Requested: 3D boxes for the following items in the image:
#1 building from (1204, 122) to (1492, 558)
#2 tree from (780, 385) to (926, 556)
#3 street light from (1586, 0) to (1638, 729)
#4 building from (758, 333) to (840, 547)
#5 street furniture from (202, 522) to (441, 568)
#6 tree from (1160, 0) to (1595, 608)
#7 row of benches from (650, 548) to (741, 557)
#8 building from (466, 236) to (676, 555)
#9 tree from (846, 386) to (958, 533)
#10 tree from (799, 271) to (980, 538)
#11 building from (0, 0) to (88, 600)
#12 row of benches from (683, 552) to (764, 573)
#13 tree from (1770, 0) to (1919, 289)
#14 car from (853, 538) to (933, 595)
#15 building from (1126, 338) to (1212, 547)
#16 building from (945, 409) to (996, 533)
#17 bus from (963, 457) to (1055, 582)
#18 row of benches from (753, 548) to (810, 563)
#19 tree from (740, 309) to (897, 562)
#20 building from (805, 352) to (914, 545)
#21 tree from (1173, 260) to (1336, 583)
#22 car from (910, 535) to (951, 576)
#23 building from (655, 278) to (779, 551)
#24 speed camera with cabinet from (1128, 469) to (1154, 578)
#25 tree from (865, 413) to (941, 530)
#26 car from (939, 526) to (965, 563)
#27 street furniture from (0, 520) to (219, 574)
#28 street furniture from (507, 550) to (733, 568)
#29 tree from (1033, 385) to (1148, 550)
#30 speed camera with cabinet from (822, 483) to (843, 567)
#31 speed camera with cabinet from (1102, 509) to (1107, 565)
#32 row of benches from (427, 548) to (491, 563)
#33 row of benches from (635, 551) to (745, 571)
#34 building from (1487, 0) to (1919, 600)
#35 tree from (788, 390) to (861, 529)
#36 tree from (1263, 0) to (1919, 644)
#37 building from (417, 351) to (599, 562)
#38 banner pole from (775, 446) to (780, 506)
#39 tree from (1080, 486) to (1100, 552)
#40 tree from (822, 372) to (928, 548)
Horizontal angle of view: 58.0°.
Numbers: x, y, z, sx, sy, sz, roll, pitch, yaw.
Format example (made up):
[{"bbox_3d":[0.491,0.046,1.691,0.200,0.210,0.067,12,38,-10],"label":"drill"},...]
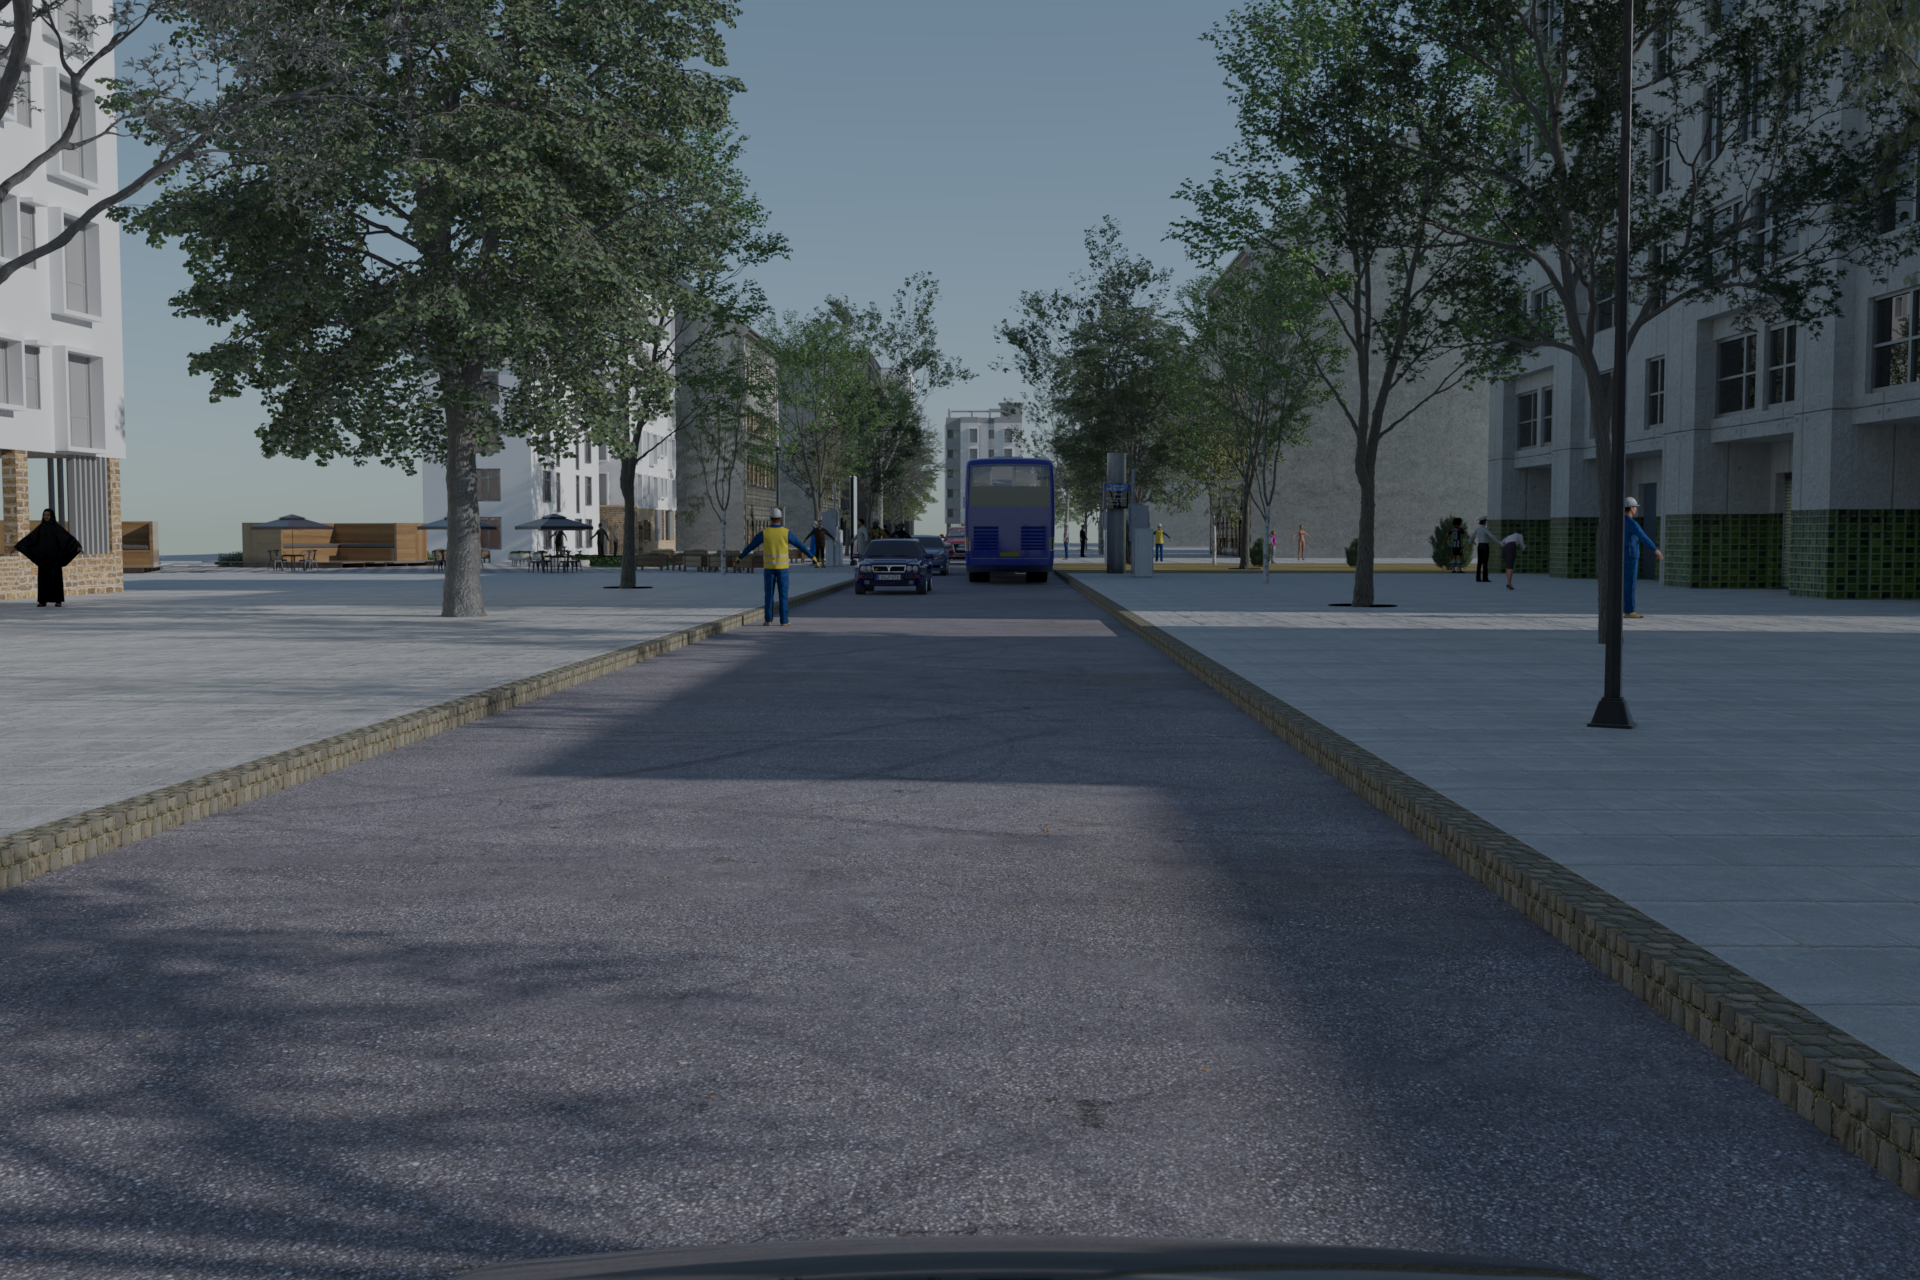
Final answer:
[{"bbox_3d":[24.894,-16.473,100.268,19.493,23.208,18.063,0,4,2],"label":"building"},{"bbox_3d":[-6.502,-10.153,100.407,8.767,10.594,7.601,-1,4,-22],"label":"tree"},{"bbox_3d":[4.895,-2.374,11.361,1.470,5.913,1.316,0,4,1],"label":"street light"},{"bbox_3d":[-22.714,-21.415,181.064,19.493,23.208,18.063,0,4,1],"label":"building"},{"bbox_3d":[-25.057,-3.869,70.118,11.010,1.723,9.812,1,4,20],"label":"street furniture"},{"bbox_3d":[7.159,-6.381,30.082,9.928,11.665,9.643,0,3,0],"label":"tree"},{"bbox_3d":[-11.727,-3.722,76.321,4.104,0.672,1.422,0,4,-6],"label":"row of benches"},{"bbox_3d":[-25.426,-15.512,110.046,16.016,20.090,11.380,0,4,1],"label":"building"},{"bbox_3d":[-5.381,-14.094,140.804,12.009,13.543,11.850,0,3,0],"label":"tree"},{"bbox_3d":[-4.239,-16.361,123.390,12.611,20.169,13.585,0,3,0],"label":"tree"},{"bbox_3d":[-23.789,-10.302,24.865,16.016,20.090,11.380,0,4,2],"label":"building"},{"bbox_3d":[-7.824,-2.595,57.883,1.422,0.672,4.104,-3,5,-43],"label":"row of benches"},{"bbox_3d":[7.019,-3.786,12.267,4.360,8.622,3.978,0,3,0],"label":"tree"},{"bbox_3d":[-1.602,-1.816,42.278,1.945,1.354,3.894,0,4,2],"label":"car"},{"bbox_3d":[27.154,-21.515,182.691,19.493,23.208,18.063,0,4,1],"label":"building"},{"bbox_3d":[-1.776,-24.042,251.971,11.380,20.090,16.016,0,4,-6],"label":"building"},{"bbox_3d":[1.473,-3.841,54.355,2.896,3.916,12.251,0,4,1],"label":"bus"},{"bbox_3d":[-7.698,-3.740,76.604,1.422,0.672,4.104,2,4,29],"label":"row of benches"},{"bbox_3d":[-6.616,-9.420,79.778,9.928,11.665,9.643,0,3,0],"label":"tree"},{"bbox_3d":[-20.229,-22.422,210.569,27.936,21.610,32.646,0,4,1],"label":"building"},{"bbox_3d":[8.033,-5.768,44.675,4.360,8.622,3.978,0,3,0],"label":"tree"},{"bbox_3d":[-1.296,-3.016,61.318,2.014,1.417,4.499,0,4,1],"label":"car"},{"bbox_3d":[-24.775,-18.674,136.253,19.493,23.208,18.063,0,4,2],"label":"building"},{"bbox_3d":[5.424,-3.518,51.855,0.660,3.252,2.038,0,4,1],"label":"speed camera with cabinet"},{"bbox_3d":[-5.417,-14.706,158.566,7.486,12.596,7.792,0,3,0],"label":"tree"},{"bbox_3d":[0.165,-4.581,83.565,2.281,1.827,5.304,0,4,1],"label":"car"},{"bbox_3d":[-31.140,-3.192,59.039,11.010,1.723,9.812,-1,4,-19],"label":"street furniture"},{"bbox_3d":[-13.182,-3.226,68.368,10.072,0.657,5.734,2,4,35],"label":"street furniture"},{"bbox_3d":[10.367,-14.107,141.026,12.009,13.543,11.850,0,3,0],"label":"tree"},{"bbox_3d":[-5.004,-4.495,67.826,0.660,3.252,2.038,0,4,3],"label":"speed camera with cabinet"},{"bbox_3d":[6.242,-4.730,71.676,0.660,3.252,2.038,0,4,2],"label":"speed camera with cabinet"},{"bbox_3d":[-22.652,-3.736,76.550,4.104,0.672,1.422,-3,5,-39],"label":"row of benches"},{"bbox_3d":[-9.474,-2.793,61.134,4.104,0.672,1.422,1,4,14],"label":"row of benches"},{"bbox_3d":[25.553,-10.705,41.484,16.747,18.905,31.486,0,4,2],"label":"building"},{"bbox_3d":[-6.567,-8.426,88.135,4.360,8.622,3.978,0,3,0],"label":"tree"},{"bbox_3d":[7.722,-5.252,20.285,8.767,10.594,7.601,1,4,14],"label":"tree"},{"bbox_3d":[-23.919,-9.267,93.666,9.099,9.664,28.070,0,4,1],"label":"building"},{"bbox_3d":[-5.197,-3.644,49.604,0.401,3.779,0.863,0,4,1],"label":"banner pole"},{"bbox_3d":[9.926,-10.466,121.482,4.737,8.622,4.395,0,3,0],"label":"tree"},{"bbox_3d":[-5.680,-11.284,110.245,9.928,11.665,9.643,0,3,0],"label":"tree"}]
